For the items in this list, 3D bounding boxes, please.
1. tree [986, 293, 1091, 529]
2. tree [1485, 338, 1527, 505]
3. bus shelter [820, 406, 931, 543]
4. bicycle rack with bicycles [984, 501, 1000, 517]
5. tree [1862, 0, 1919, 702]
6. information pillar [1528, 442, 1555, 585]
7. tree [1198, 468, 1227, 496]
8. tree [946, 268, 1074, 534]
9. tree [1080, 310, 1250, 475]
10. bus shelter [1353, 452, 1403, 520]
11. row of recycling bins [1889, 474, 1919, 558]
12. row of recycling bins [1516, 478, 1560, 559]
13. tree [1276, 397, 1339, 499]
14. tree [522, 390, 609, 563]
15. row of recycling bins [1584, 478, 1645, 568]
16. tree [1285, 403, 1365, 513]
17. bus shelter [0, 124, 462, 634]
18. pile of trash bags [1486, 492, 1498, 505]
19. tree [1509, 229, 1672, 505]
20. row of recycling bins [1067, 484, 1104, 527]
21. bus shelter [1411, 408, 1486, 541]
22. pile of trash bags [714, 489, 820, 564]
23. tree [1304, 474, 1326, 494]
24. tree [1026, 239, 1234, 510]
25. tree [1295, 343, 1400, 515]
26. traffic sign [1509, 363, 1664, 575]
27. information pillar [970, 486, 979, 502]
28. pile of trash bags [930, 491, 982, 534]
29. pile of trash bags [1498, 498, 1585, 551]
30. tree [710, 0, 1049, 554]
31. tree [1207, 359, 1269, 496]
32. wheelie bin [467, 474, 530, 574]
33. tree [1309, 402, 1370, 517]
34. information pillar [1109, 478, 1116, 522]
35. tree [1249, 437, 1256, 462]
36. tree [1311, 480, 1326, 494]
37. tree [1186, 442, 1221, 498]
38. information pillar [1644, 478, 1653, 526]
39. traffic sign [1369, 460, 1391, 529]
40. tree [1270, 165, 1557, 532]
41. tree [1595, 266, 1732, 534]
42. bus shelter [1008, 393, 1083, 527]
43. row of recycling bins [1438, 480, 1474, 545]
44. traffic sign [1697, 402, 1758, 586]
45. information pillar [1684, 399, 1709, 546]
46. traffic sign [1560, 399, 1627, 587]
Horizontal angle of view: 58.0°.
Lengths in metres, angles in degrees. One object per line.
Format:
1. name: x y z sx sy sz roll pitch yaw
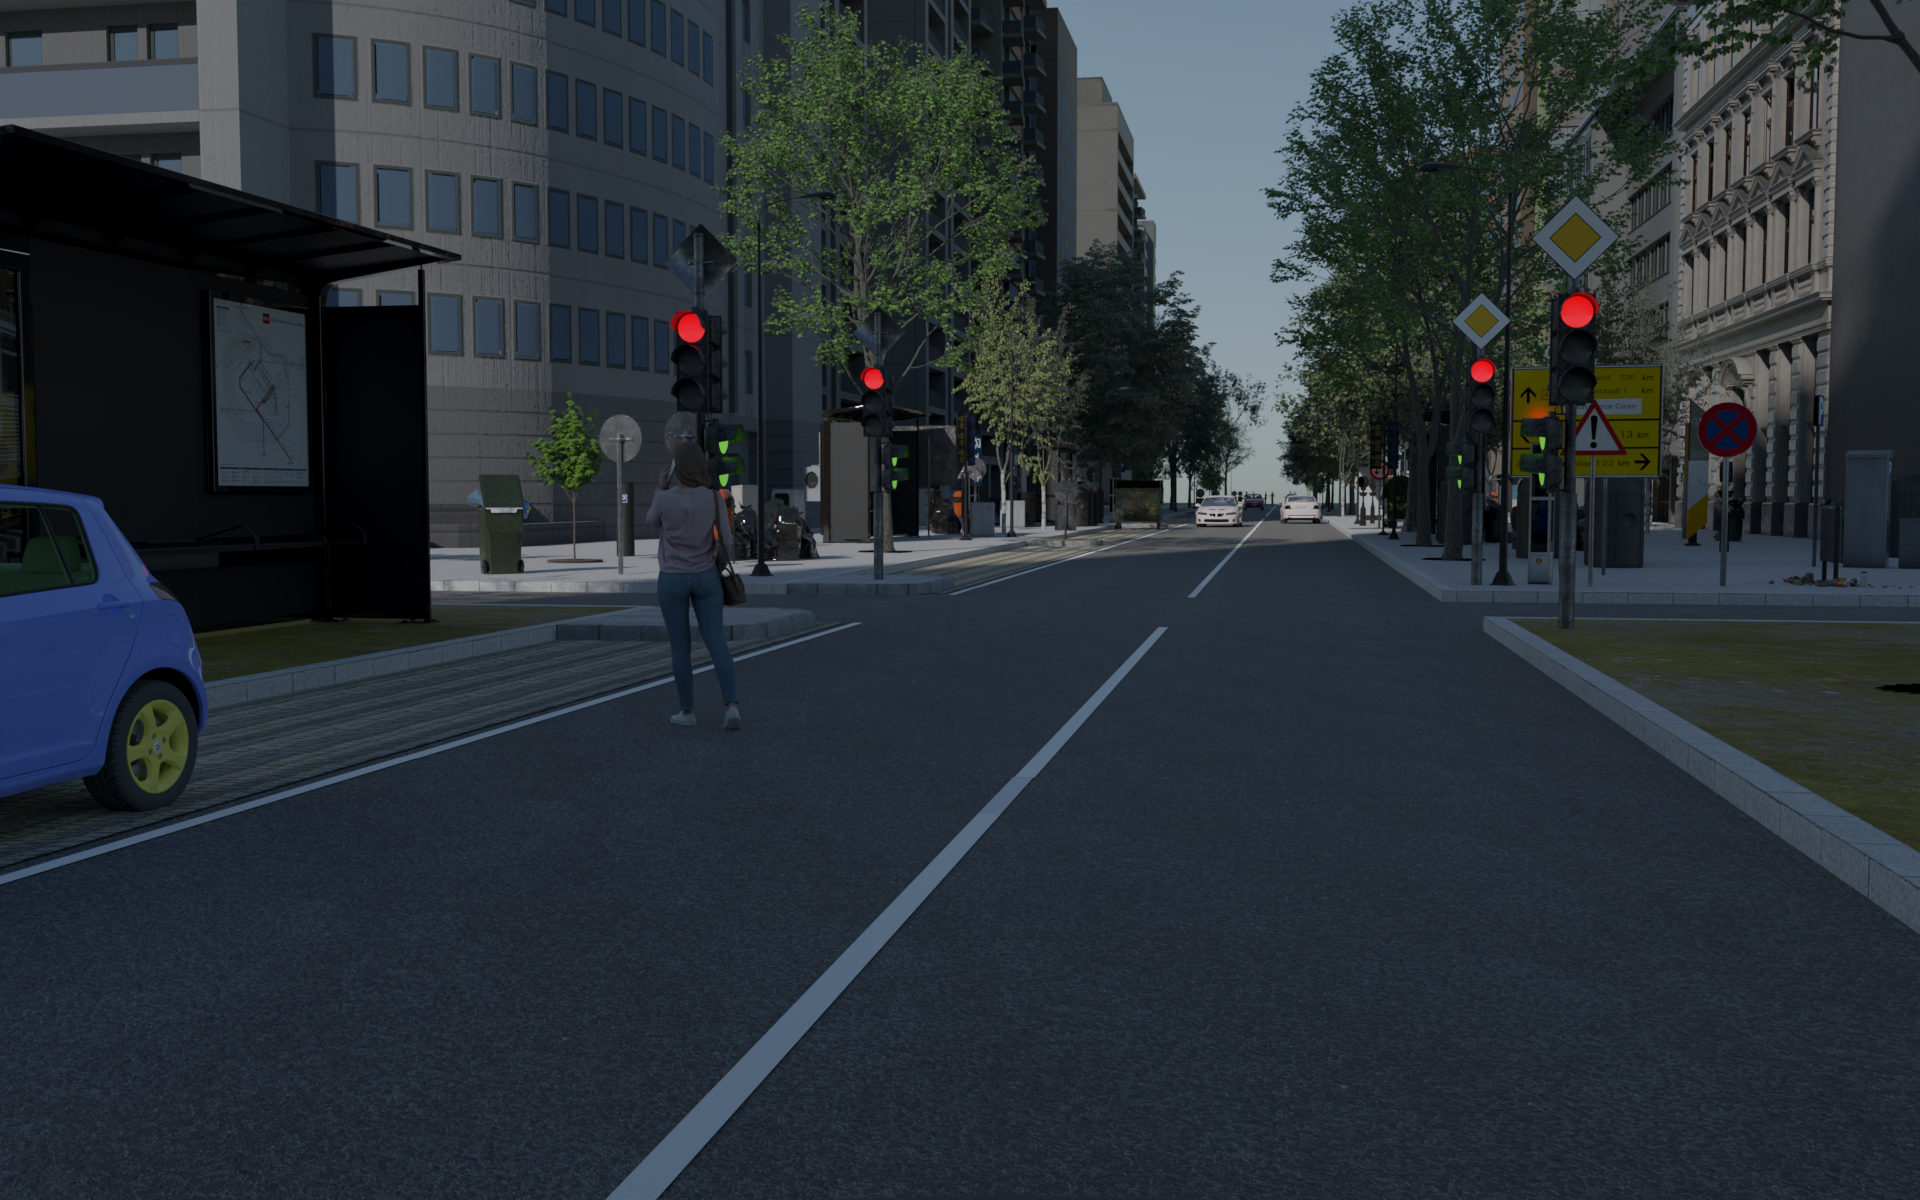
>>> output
1. tree: 3.021 -6.882 62.885 4.360 8.622 3.978 0 3 0
2. tree: 20.649 -7.161 67.450 4.360 8.622 3.978 0 3 0
3. bus shelter: -2.263 -3.472 48.049 1.731 3.624 6.357 1 4 11
4. bicycle rack with bicycles: 2.117 -4.796 91.789 2.852 0.926 2.925 -1 4 -20
5. tree: 6.570 -5.183 10.492 9.928 11.665 9.643 0 3 0
6. information pillar: 8.273 -1.232 24.637 0.304 2.012 0.304 2 4 29
7. tree: 28.164 -12.846 193.740 4.285 4.588 4.351 0 3 0
8. tree: 1.464 -6.434 55.561 4.737 8.622 4.395 0 3 0
9. tree: 12.337 -12.468 114.218 12.009 13.543 11.850 0 3 0
10. bus shelter: 19.635 -5.365 81.638 2.014 3.302 5.546 1 4 11
11. row of recycling bins: 19.628 -1.777 36.170 1.069 1.692 3.534 1 4 23
12. row of recycling bins: 12.073 -1.760 35.893 1.069 1.692 3.534 1 4 19
13. tree: 44.317 -18.955 216.575 9.857 13.997 8.962 0 3 0
14. tree: -7.376 -2.315 32.448 1.663 3.219 1.824 0 3 0
15. row of recycling bins: 11.900 -1.494 31.538 1.069 1.692 3.534 1 4 20
16. tree: 29.838 -12.528 139.243 8.767 10.594 7.601 2 4 33
17. bus shelter: -6.300 -1.405 14.254 1.731 3.624 6.357 1 4 11
18. pile of trash bags: 29.486 -4.984 91.240 3.447 1.369 1.912 1 4 9
19. tree: 17.730 -6.014 48.687 4.737 8.622 4.395 0 3 0
20. row of recycling bins: 4.842 -3.803 69.285 1.069 1.692 3.534 1 4 13
21. bus shelter: 14.111 -3.606 50.239 1.731 3.624 6.357 1 4 11
22. pile of trash bags: -4.024 -1.442 33.325 1.912 1.369 3.447 1 4 15
23. tree: 49.486 -15.755 241.300 4.285 4.588 4.351 0 3 0
24. tree: 7.835 -10.964 85.911 9.857 13.997 8.962 0 3 0
25. tree: 24.682 -11.541 106.819 7.486 12.596 7.792 0 3 0
26. traffic sign: 9.880 -2.051 27.413 2.265 3.308 0.079 1 4 18
27. information pillar: 0.547 -3.948 69.039 0.304 2.012 0.304 3 4 36
28. pile of trash bags: -0.024 -2.888 56.967 1.912 1.369 3.447 0 4 -2
29. pile of trash bags: 13.788 -1.868 40.298 1.912 1.369 3.447 1 4 10
30. tree: -1.796 -6.844 37.651 9.928 11.665 9.643 0 3 0
31. tree: 37.191 -23.618 242.039 12.611 20.169 13.585 0 3 0
32. wheelie bin: -7.443 -1.222 27.895 0.980 1.594 0.693 -2 4 -28
33. tree: 21.344 -8.858 95.189 4.360 8.622 3.978 0 3 0
34. information pillar: 6.953 -4.518 78.355 0.304 2.012 0.304 -2 4 -33
35. tree: 33.327 -19.237 224.893 12.009 13.543 11.850 0 3 0
36. tree: 50.993 -15.535 248.600 1.663 3.219 1.824 0 3 0
37. tree: 23.960 -13.685 174.115 4.360 8.622 3.978 0 3 0
38. information pillar: 27.602 -3.973 69.447 0.304 2.012 0.304 1 4 19
39. traffic sign: 15.554 -3.919 64.190 0.768 2.556 0.104 1 4 18
40. tree: 15.489 -8.668 58.725 9.611 12.733 9.660 0 3 0
41. tree: 22.263 -6.437 55.603 4.360 8.622 3.978 0 3 0
42. bus shelter: 3.470 -5.728 71.284 2.179 5.291 8.768 1 4 10
43. row of recycling bins: 12.990 -2.333 45.262 1.069 1.692 3.534 1 4 13
44. traffic sign: 10.653 -1.468 24.108 0.768 2.556 0.104 1 4 20
45. information pillar: 18.231 -3.146 42.800 0.504 3.616 0.183 0 4 3
46. traffic sign: 8.716 -1.460 23.880 0.884 2.594 0.081 1 4 11
